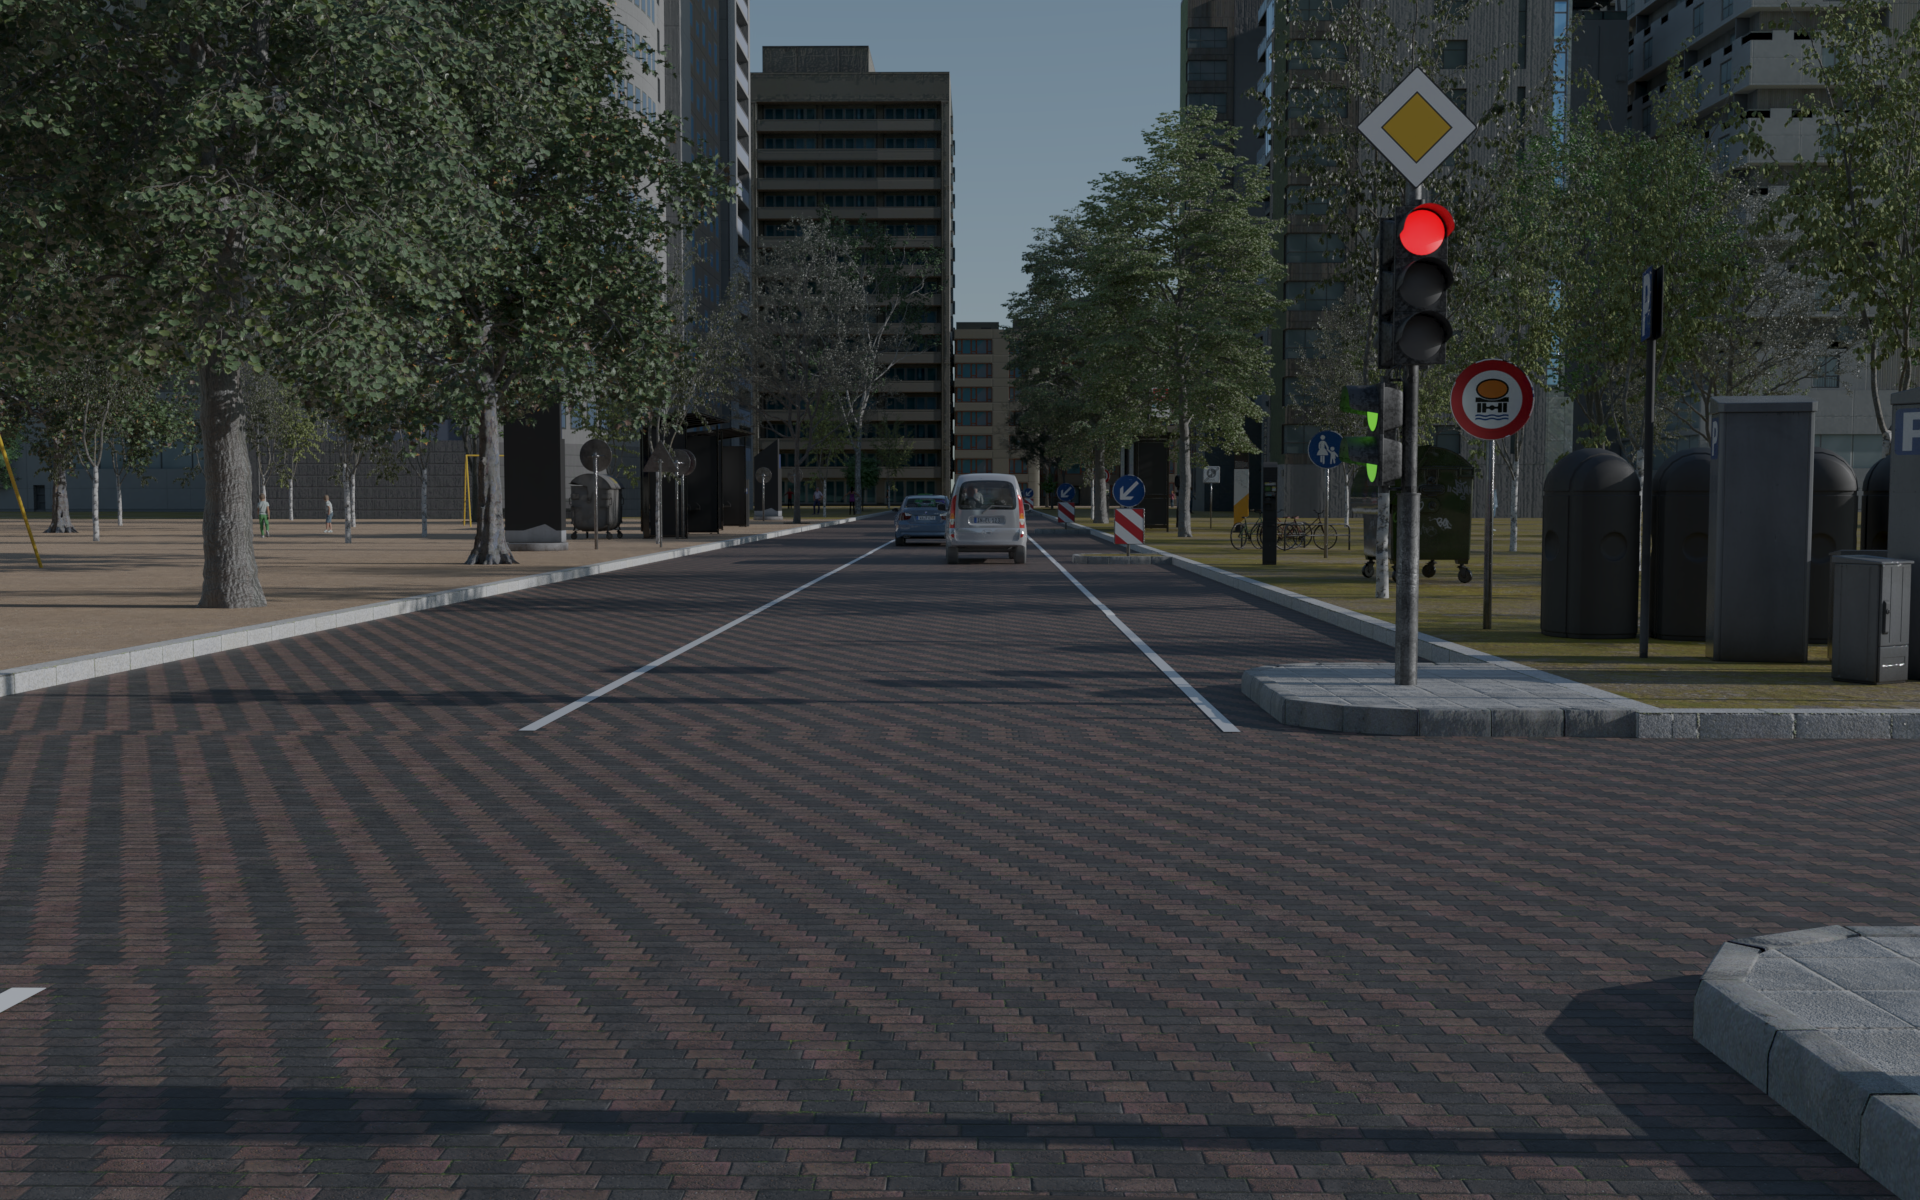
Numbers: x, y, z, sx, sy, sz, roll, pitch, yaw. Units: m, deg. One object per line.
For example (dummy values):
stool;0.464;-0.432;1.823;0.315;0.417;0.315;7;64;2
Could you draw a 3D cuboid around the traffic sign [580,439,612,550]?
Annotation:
traffic sign;-8.408;-2.438;39.967;0.768;2.556;0.104;0;4;6

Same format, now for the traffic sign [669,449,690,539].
traffic sign;-8.007;-2.989;48.976;0.768;2.556;0.104;0;4;4

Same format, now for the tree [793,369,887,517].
tree;-7.405;-8.906;95.974;4.737;8.622;4.395;0;3;0

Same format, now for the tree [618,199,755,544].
tree;-7.516;-5.749;44.355;4.360;8.622;3.978;0;3;0

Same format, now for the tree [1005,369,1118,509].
tree;7.783;-11.848;128.127;8.767;10.594;7.601;-1;4;-13

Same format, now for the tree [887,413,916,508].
tree;-6.116;-12.514;154.968;4.737;8.622;4.395;0;3;0

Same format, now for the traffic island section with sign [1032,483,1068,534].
traffic island section with sign;3.729;-3.339;63.222;1.989;1.847;2.006;0;4;1

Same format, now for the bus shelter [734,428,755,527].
bus shelter;-8.827;-4.452;64.078;1.731;3.624;6.357;0;4;1

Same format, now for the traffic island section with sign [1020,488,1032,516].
traffic island section with sign;4.409;-6.464;114.306;1.989;1.847;2.006;0;4;1

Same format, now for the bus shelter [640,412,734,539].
bus shelter;-8.281;-3.750;52.596;1.731;3.624;6.357;0;4;1

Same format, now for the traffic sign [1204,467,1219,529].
traffic sign;9.319;-3.801;64.278;0.606;2.300;0.079;0;4;3

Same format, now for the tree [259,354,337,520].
tree;-32.655;-8.224;84.817;4.737;8.622;4.395;0;3;0

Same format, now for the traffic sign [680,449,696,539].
traffic sign;-7.875;-3.000;49.164;0.768;2.556;0.104;0;4;5

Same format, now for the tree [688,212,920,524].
tree;-6.944;-10.056;74.778;12.009;13.543;11.850;0;3;0

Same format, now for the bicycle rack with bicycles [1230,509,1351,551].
bicycle rack with bicycles;7.557;-1.637;40.143;2.925;0.926;2.852;-1;4;-22

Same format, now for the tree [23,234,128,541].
tree;-23.597;-5.920;47.152;4.360;8.622;3.978;0;3;0

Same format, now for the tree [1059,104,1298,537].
tree;6.390;-8.135;51.131;7.486;12.596;7.792;0;3;0

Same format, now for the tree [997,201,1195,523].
tree;6.213;-10.329;75.531;9.857;13.997;8.962;0;3;0

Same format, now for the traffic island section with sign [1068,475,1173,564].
traffic island section with sign;3.366;-1.691;36.270;1.989;1.847;2.006;0;4;1

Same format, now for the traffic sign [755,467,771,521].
traffic sign;-9.297;-5.002;81.887;0.768;2.556;0.104;0;4;5

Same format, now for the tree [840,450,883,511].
tree;-7.371;-8.924;129.628;4.285;4.588;4.351;0;3;0

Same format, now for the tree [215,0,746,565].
tree;-8.709;-7.009;31.599;9.611;12.733;9.660;0;3;0

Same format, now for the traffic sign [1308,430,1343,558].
traffic sign;7.341;-2.115;34.681;0.768;2.556;0.104;0;4;7

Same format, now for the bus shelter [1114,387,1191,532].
bus shelter;6.781;-5.197;62.599;2.179;5.291;8.768;0;4;1

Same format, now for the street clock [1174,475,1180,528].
street clock;8.416;-3.785;66.454;0.358;2.002;0.471;-1;4;-16

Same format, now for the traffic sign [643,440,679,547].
traffic sign;-7.193;-2.544;41.596;0.884;2.594;0.081;0;4;6

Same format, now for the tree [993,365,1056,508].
tree;8.101;-15.399;162.140;12.009;13.543;11.850;0;3;0

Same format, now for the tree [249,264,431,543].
tree;-15.855;-5.766;44.642;4.360;8.622;3.978;0;3;0

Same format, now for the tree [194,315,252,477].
tree;-28.575;-7.358;70.667;4.360;8.622;3.978;0;3;0

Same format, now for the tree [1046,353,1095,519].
tree;6.441;-8.367;87.160;4.360;8.622;3.978;0;3;0

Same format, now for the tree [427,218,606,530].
tree;-15.722;-8.311;61.640;9.928;11.665;9.643;0;3;0

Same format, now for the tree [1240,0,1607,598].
tree;5.450;-4.331;21.180;4.360;8.622;3.978;0;3;0

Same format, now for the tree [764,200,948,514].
tree;-6.732;-15.607;111.062;12.611;20.169;13.585;0;3;0

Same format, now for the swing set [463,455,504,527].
swing set;-18.216;-4.397;69.513;3.119;2.851;2.862;-1;4;-21

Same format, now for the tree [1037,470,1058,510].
tree;7.324;-8.941;140.792;1.663;3.219;1.824;0;3;0

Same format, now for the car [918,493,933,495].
car;-2.942;-8.420;146.459;1.959;1.807;4.718;0;4;0

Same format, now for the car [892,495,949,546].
car;-0.944;-2.272;49.153;2.014;1.417;4.499;0;4;0

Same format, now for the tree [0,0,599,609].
tree;-8.263;-6.883;19.193;9.857;13.997;8.962;0;3;0

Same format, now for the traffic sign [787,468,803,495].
traffic sign;-7.928;-5.085;83.243;0.768;2.556;0.104;1;4;9

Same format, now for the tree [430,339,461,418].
tree;-16.192;-6.197;51.686;4.360;8.622;3.978;0;3;0

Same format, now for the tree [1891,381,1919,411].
tree;47.686;-6.344;66.639;20.602;7.101;11.467;1;4;15

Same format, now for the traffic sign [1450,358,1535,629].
traffic sign;5.010;-0.995;16.382;0.768;2.556;0.104;1;4;9

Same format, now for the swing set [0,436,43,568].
swing set;-17.642;-1.908;28.811;3.119;2.851;2.862;0;4;5

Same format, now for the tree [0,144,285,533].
tree;-29.639;-8.555;56.878;9.611;12.733;9.660;0;3;0

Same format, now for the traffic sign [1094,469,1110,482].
traffic sign;6.938;-5.174;84.697;0.768;2.556;0.104;0;4;4

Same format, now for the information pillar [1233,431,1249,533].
information pillar;9.307;-4.037;57.358;0.504;3.616;0.183;1;4;14
